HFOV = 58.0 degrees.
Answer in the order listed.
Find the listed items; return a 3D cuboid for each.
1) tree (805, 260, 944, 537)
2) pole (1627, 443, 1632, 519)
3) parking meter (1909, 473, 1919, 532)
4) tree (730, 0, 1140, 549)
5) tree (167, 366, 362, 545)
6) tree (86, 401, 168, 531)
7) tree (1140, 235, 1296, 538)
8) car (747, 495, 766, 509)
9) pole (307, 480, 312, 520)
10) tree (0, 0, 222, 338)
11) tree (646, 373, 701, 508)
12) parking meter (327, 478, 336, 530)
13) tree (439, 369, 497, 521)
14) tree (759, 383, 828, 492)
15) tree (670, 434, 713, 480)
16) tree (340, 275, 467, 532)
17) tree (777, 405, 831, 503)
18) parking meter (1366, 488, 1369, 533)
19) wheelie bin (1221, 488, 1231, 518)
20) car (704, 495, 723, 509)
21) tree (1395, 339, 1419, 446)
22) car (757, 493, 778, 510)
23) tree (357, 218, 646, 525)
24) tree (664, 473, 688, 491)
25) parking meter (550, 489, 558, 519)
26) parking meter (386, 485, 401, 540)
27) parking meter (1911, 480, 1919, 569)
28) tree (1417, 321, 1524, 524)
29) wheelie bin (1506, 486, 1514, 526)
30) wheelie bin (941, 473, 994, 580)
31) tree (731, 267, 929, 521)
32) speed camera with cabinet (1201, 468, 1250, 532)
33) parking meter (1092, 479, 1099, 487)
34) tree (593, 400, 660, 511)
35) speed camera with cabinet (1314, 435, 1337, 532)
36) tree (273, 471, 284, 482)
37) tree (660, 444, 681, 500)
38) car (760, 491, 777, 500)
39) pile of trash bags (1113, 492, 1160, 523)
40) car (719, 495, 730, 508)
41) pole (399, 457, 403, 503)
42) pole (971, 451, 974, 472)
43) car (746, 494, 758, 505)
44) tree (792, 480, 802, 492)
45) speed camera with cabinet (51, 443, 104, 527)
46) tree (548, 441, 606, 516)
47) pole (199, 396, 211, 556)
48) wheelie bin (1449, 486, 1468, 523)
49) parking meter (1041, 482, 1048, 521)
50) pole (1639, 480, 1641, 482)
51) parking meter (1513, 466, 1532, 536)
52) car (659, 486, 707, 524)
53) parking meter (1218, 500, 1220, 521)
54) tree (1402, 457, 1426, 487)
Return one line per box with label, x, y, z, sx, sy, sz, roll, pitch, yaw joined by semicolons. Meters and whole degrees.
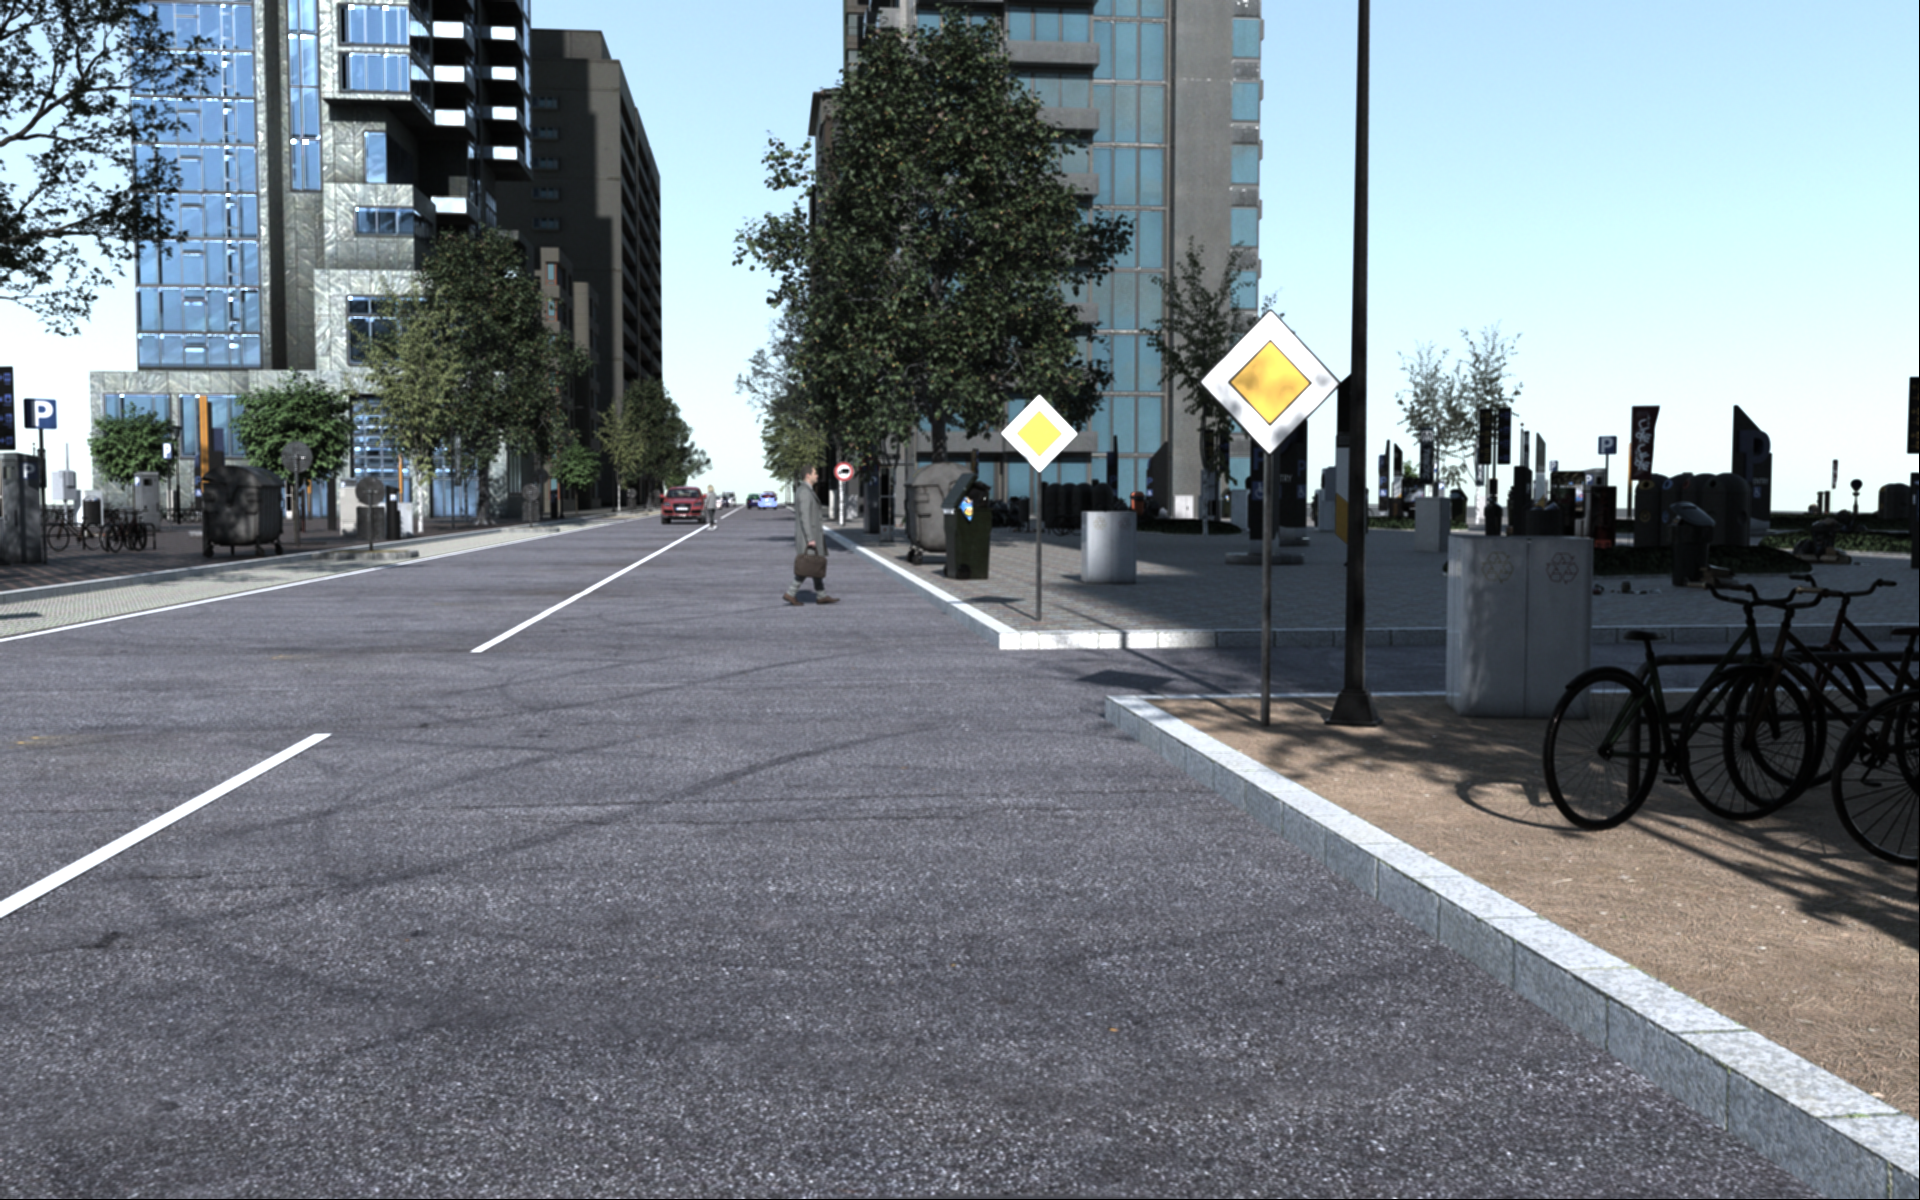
tree;-1.887;-6.181;51.419;4.360;8.622;3.978;0;3;0
pole;26.991;-4.643;69.754;0.158;3.312;0.155;0;3;0
parking meter;26.079;-2.534;47.150;0.399;1.863;0.255;-2;4;-26
tree;-0.503;-7.550;40.449;9.611;12.733;9.660;0;3;0
tree;-17.033;-3.720;44.535;4.285;4.588;4.351;0;3;0
tree;-29.225;-4.751;61.385;4.285;4.588;4.351;0;3;0
tree;7.372;-6.099;50.077;4.737;8.622;4.395;0;3;0
car;-19.343;-9.315;164.873;1.945;1.354;3.894;0;4;-5
pole;-32.527;-5.672;86.584;0.158;3.312;0.155;0;3;0
tree;-13.665;-5.353;21.939;8.767;10.594;7.601;-1;4;-15
tree;-29.559;-15.145;164.627;9.611;12.733;9.660;0;3;0
parking meter;-22.422;-3.429;61.782;0.255;1.863;0.399;-2;4;-26
tree;-23.455;-8.040;81.816;4.360;8.622;3.978;0;3;0
tree;-16.762;-15.740;175.477;7.486;12.596;7.792;0;3;0
tree;-39.129;-19.067;246.160;8.767;10.594;7.601;0;4;-3
tree;-18.183;-6.552;57.482;4.737;8.622;4.395;0;3;0
tree;-10.670;-10.484;121.779;4.737;8.622;4.395;0;3;0
parking meter;13.247;-2.973;57.012;0.372;1.533;0.369;0;3;0
wheelie bin;14.282;-5.179;92.577;0.693;1.594;0.980;-1;4;-12
car;-23.308;-9.202;162.806;2.083;1.381;4.827;0;4;-7
tree;22.355;-8.036;81.748;4.360;8.622;3.978;0;3;0
car;-17.854;-9.224;160.395;1.945;1.707;3.694;0;4;-8
tree;-20.047;-9.504;72.405;9.611;12.733;9.660;0;3;0
tree;-35.289;-14.105;214.329;4.285;4.588;4.351;0;3;0
parking meter;-21.305;-5.045;90.900;0.372;1.533;0.369;0;3;0
parking meter;-15.879;-2.453;48.520;0.372;1.533;0.369;0;3;0
parking meter;16.623;-1.311;29.846;0.372;1.533;0.369;0;3;0
tree;21.942;-7.529;73.464;4.360;8.622;3.978;0;3;0
wheelie bin;22.439;-3.776;69.653;0.693;1.594;0.980;-3;4;-38
wheelie bin;0.120;-1.119;26.204;0.693;1.594;0.980;-1;4;-20
tree;-5.742;-10.591;83.538;12.009;13.543;11.850;0;3;0
speed camera with cabinet;9.629;-4.119;61.685;2.038;3.252;0.660;1;4;13
parking meter;5.331;-3.824;68.237;0.255;1.863;0.399;0;4;1
tree;-25.985;-11.172;133.025;4.737;8.622;4.395;0;3;0
speed camera with cabinet;12.549;-3.962;59.107;0.660;3.252;2.038;0;4;3
tree;-27.802;-4.578;69.449;1.663;3.219;1.824;0;3;0
tree;-31.603;-14.229;183.004;4.737;8.622;4.395;0;3;0
car;-25.827;-13.776;233.915;2.281;1.827;5.304;0;4;-7
pile of trash bags;6.824;-3.524;67.375;1.912;1.369;3.447;0;4;-1
car;-25.567;-10.542;184.946;1.945;1.354;3.894;0;4;-7
pole;-28.638;-5.804;88.746;0.158;3.312;0.155;0;3;0
pole;0.610;-5.451;82.969;0.158;3.312;0.155;0;3;0
car;-27.089;-13.363;227.287;1.959;1.807;4.718;0;4;-5
tree;-18.301;-12.356;196.618;1.663;3.219;1.824;0;3;0
speed camera with cabinet;-34.288;-4.462;67.292;0.660;3.252;2.038;1;4;16
tree;-22.324;-7.185;101.183;4.285;4.588;4.351;0;3;0
pole;-15.678;-2.576;35.967;0.158;3.312;0.155;0;3;0
wheelie bin;19.279;-3.612;66.960;0.693;1.594;0.980;1;4;18
parking meter;4.228;-4.976;87.069;0.399;1.863;0.255;-3;5;-44
pole;24.541;-4.193;62.399;0.158;3.312;0.155;0;3;0
parking meter;11.751;-1.864;36.183;0.255;1.863;0.399;3;5;43
car;-13.361;-4.599;83.872;2.281;1.827;5.304;0;4;-7
parking meter;10.137;-3.696;68.840;0.372;1.533;0.369;0;3;0
tree;23.037;-5.778;89.065;1.663;3.219;1.824;0;3;0
